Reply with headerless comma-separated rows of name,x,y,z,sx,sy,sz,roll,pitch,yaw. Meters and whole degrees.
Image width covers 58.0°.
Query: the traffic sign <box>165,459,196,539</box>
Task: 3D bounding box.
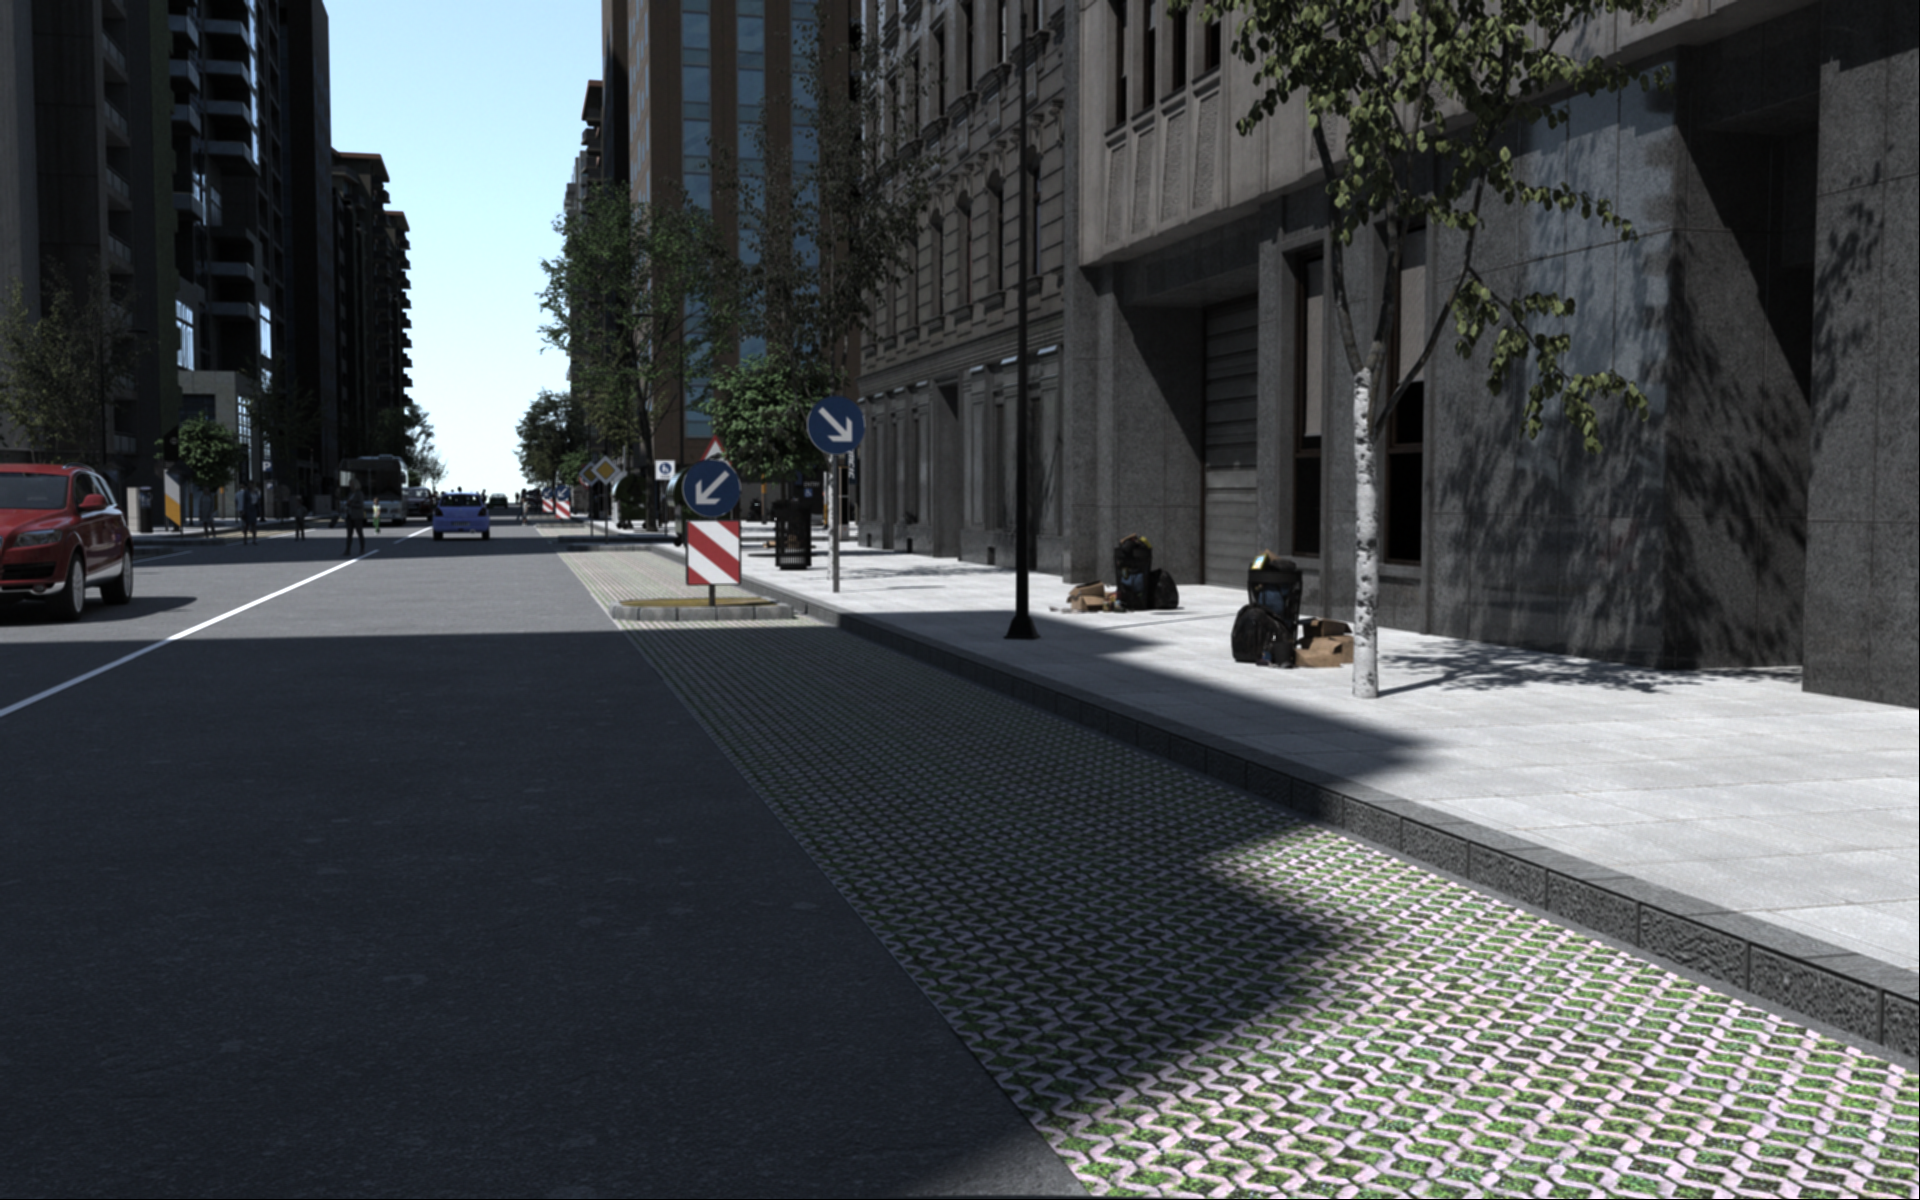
traffic sign,-22.091,-2.782,49.120,0.795,2.450,0.064,-1,4,-15

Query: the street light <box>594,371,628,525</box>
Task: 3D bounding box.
street light,-12.990,-5.654,64.991,1.470,5.913,1.316,-1,4,-15

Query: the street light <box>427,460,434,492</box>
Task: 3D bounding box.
street light,-71.855,-15.998,234.101,1.470,5.913,1.316,-1,4,-15

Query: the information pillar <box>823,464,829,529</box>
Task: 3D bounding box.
information pillar,-4.937,-4.455,64.197,0.183,3.616,0.504,1,4,12

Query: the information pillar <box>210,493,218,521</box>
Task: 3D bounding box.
information pillar,-35.899,-5.608,83.038,0.504,3.616,0.183,-3,5,-44

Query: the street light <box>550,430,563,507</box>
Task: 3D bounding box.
street light,-28.697,-9.325,125.004,1.470,5.913,1.316,-1,4,-15

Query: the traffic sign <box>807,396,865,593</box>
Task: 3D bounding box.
traffic sign,-1.612,-1.370,22.501,0.768,2.556,0.104,-1,4,-14

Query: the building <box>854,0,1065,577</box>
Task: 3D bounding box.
building,4.271,-11.338,34.530,9.793,20.994,18.267,-1,4,-15

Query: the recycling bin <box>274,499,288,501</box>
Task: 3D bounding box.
recycling bin,-38.512,-5.229,98.049,0.722,1.027,0.722,-3,5,-41

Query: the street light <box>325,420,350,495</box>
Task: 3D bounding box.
street light,-39.105,-8.317,108.518,1.470,5.913,1.316,-1,4,-15

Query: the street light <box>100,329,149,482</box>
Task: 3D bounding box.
street light,-23.492,-4.659,48.713,1.470,5.913,1.316,-1,4,-15

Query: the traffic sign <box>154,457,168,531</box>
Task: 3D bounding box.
traffic sign,-27.278,-3.632,59.491,0.768,2.556,0.104,0,4,-6

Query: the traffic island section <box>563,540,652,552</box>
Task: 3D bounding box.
traffic island section,-9.021,-1.348,44.326,2.009,0.180,2.903,-1,4,-15

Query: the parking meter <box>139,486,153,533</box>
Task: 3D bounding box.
parking meter,-26.711,-2.962,56.839,0.372,1.533,0.369,0,3,0

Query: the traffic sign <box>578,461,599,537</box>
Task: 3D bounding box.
traffic sign,-11.060,-2.956,51.970,0.795,2.450,0.064,-1,4,-15

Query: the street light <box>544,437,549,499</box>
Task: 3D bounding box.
street light,-32.690,-10.248,140.087,1.470,5.913,1.316,-1,4,-15

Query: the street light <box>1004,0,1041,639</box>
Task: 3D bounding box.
street light,0.029,-2.605,15.133,1.470,5.913,1.316,-1,4,-15

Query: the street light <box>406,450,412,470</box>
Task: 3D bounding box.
street light,-58.346,-12.817,182.094,1.470,5.913,1.316,-1,4,-15

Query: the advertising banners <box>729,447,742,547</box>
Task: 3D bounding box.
advertising banners,-5.133,-2.647,39.472,0.090,3.025,2.074,0,4,-1

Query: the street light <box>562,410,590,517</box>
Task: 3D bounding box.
street light,-20.942,-7.512,95.365,1.470,5.913,1.316,-1,4,-15

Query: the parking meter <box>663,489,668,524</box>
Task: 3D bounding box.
parking meter,-12.920,-4.106,75.551,0.372,1.533,0.369,0,3,0

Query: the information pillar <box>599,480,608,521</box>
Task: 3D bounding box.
information pillar,-17.142,-4.815,83.219,0.304,2.012,0.304,2,4,24

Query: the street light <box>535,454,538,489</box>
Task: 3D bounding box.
street light,-47.904,-13.833,198.717,1.470,5.913,1.316,-1,4,-15

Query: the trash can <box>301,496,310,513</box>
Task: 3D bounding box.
trash can,-41.204,-5.938,108.737,0.748,1.137,0.748,0,3,0

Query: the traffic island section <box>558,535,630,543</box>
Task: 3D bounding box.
traffic island section,-11.039,-1.821,52.053,2.009,0.180,2.903,-1,4,-15

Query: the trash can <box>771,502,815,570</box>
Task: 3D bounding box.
trash can,-2.821,-1.079,29.300,0.748,1.137,0.748,0,3,0

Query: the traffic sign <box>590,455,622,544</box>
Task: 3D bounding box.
traffic sign,-9.042,-2.483,44.243,0.795,2.450,0.064,-1,4,-15

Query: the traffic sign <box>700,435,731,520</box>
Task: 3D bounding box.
traffic sign,-5.360,-2.323,37.993,0.884,2.594,0.081,-1,4,-9

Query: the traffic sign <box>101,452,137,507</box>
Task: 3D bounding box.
traffic sign,-20.073,-2.309,41.393,0.795,2.450,0.064,-1,4,-15

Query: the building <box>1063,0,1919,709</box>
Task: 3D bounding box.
building,9.800,-12.118,16.152,12.078,24.808,19.932,-1,4,-15

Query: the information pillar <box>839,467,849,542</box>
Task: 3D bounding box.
information pillar,-3.199,-2.584,46.734,0.304,2.012,0.304,-3,5,-42

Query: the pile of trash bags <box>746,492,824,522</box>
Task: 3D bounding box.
pile of trash bags,-8.240,-4.302,80.083,3.447,1.369,1.912,1,4,22

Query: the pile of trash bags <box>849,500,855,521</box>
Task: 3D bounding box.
pile of trash bags,-5.803,-4.468,82.803,1.912,1.369,3.447,-3,5,-40

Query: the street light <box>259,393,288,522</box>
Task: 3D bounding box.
street light,-31.400,-6.525,79.228,1.470,5.913,1.316,-1,4,-15

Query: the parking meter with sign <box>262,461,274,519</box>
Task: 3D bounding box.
parking meter with sign,-36.253,-5.784,90.828,0.543,3.016,1.738,-2,4,-27

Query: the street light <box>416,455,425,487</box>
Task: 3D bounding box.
street light,-63.993,-14.158,204.019,1.470,5.913,1.316,-1,4,-15

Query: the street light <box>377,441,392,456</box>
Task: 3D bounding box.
street light,-50.557,-10.987,152.182,1.470,5.913,1.316,-1,4,-15

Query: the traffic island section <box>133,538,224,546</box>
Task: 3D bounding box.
traffic island section,-22.112,-1.645,49.176,2.009,0.180,2.903,-1,4,-15

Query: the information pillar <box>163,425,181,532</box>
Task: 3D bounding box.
information pillar,-26.470,-4.090,58.228,0.504,3.616,0.183,-1,4,-22

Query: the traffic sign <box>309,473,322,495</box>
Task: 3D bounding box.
traffic sign,-39.520,-6.493,106.261,0.768,2.556,0.104,-1,4,-11

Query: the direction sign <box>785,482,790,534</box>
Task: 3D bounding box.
direction sign,-5.488,-3.888,55.573,0.379,3.537,0.876,-2,4,-27

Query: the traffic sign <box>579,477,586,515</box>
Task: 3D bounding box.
traffic sign,-22.726,-6.422,105.102,0.768,2.556,0.104,-1,4,-13

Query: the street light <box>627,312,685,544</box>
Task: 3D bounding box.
street light,-7.708,-4.404,44.542,1.470,5.913,1.316,-1,4,-15

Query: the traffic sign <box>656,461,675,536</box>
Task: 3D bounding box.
traffic sign,-8.948,-3.089,52.633,0.606,2.300,0.079,-1,4,-14

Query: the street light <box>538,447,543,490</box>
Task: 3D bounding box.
street light,-40.272,-12.041,169.409,1.470,5.913,1.316,-1,4,-15

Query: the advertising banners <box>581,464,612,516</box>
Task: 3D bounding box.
advertising banners,-20.871,-6.369,100.317,2.074,3.025,0.090,0,4,-7

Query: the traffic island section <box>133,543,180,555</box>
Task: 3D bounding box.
traffic island section,-20.094,-1.172,41.449,2.009,0.180,2.903,-1,4,-15

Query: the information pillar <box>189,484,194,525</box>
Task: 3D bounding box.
information pillar,-31.582,-4.876,71.078,0.183,3.616,0.504,-2,4,-29
